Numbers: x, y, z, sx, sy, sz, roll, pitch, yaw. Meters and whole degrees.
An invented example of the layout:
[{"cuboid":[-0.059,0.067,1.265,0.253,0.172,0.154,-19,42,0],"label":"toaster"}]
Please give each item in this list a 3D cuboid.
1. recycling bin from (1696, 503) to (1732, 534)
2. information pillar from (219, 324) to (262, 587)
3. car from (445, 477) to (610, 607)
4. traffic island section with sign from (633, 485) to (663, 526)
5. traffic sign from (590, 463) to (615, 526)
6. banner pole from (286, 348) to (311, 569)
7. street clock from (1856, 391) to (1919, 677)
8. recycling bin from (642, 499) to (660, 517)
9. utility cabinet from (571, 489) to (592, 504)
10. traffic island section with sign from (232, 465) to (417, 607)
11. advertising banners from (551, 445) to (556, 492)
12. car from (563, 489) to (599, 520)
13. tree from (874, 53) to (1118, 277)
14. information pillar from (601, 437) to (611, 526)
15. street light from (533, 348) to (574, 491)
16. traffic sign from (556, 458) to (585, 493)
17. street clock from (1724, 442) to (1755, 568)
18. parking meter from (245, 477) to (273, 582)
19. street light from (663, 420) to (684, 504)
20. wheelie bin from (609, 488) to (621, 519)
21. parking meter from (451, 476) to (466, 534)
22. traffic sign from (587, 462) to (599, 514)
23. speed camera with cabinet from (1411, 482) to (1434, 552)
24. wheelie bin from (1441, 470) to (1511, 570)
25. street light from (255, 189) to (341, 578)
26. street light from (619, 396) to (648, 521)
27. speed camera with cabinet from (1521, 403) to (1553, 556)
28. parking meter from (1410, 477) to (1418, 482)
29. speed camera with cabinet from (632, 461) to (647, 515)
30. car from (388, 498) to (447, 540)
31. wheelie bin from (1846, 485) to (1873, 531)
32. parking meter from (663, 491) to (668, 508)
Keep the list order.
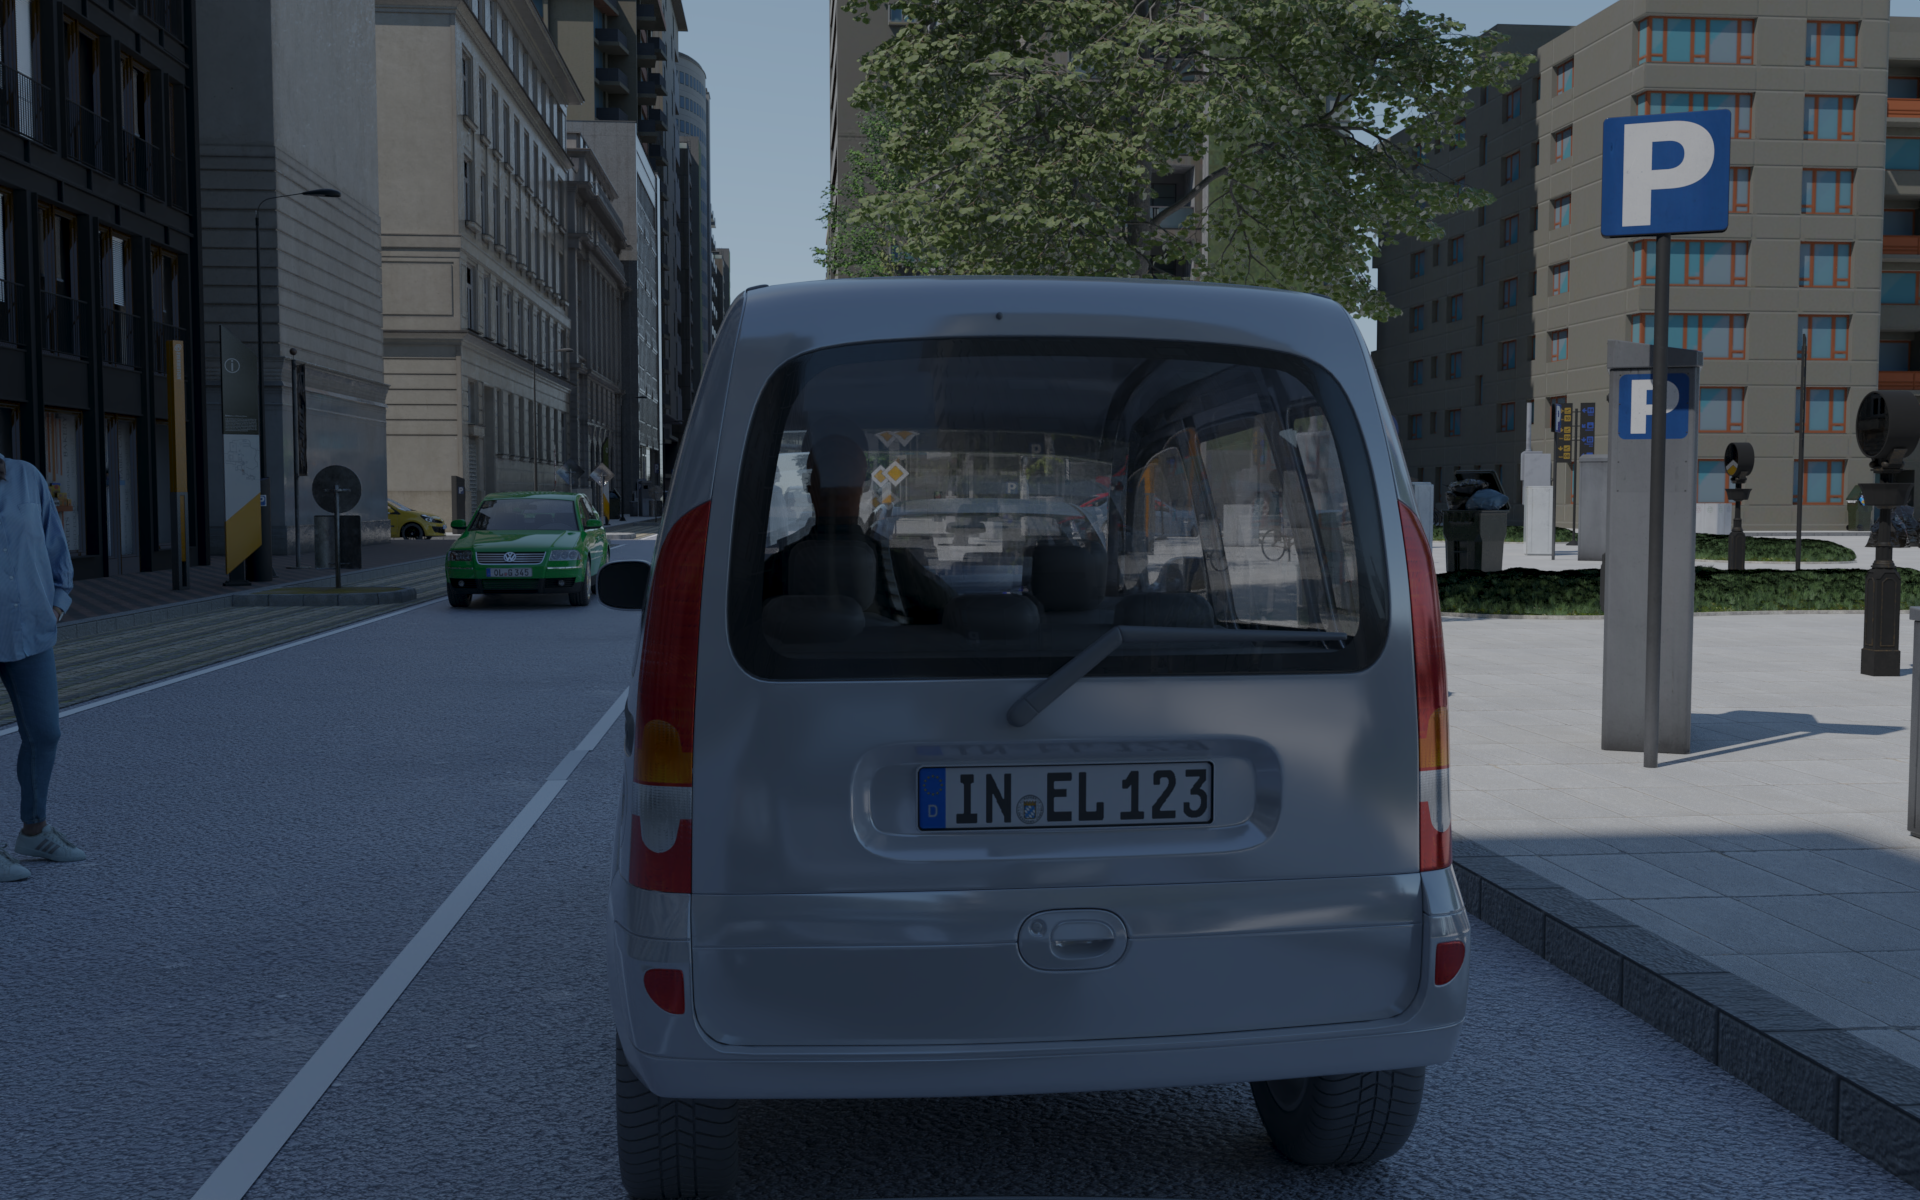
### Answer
[{"cuboid":[20.319,-2.094,46.793,0.722,1.027,0.722,-2,4,-34],"label":"recycling bin"},{"cuboid":[-10.034,-2.005,24.136,0.504,3.616,0.183,-3,4,-37],"label":"information pillar"},{"cuboid":[-5.782,-0.897,23.460,1.959,1.807,4.718,0,4,-7],"label":"car"},{"cuboid":[-13.733,-4.271,78.466,1.989,1.847,2.006,0,4,-6],"label":"traffic island section with sign"},{"cuboid":[-11.484,-3.179,55.618,0.795,2.450,0.064,0,4,-6],"label":"traffic sign"},{"cuboid":[-11.270,-2.419,29.567,0.401,3.779,0.863,-3,4,-37],"label":"banner pole"},{"cuboid":[6.513,-0.467,12.199,0.358,2.002,0.471,0,4,1],"label":"street clock"},{"cuboid":[-17.360,-5.189,97.391,0.722,1.027,0.722,2,4,27],"label":"recycling bin"},{"cuboid":[-15.680,-3.857,71.737,0.318,1.500,1.173,1,4,19],"label":"utility cabinet"},{"cuboid":[-8.325,-0.875,22.927,1.989,1.847,2.006,0,4,-6],"label":"traffic island section with sign"},{"cuboid":[-14.241,-3.947,60.728,0.090,3.025,2.074,-1,4,-9],"label":"advertising banners"},{"cuboid":[-10.041,-2.103,43.185,1.959,1.807,4.718,0,4,-5],"label":"car"},{"cuboid":[0.851,-4.724,27.603,4.737,8.622,4.395,0,3,0],"label":"tree"},{"cuboid":[-14.442,-4.844,70.560,0.183,3.616,0.504,1,4,14],"label":"information pillar"},{"cuboid":[-13.012,-5.063,55.323,1.470,5.913,1.316,0,4,-6],"label":"street light"},{"cuboid":[-10.711,-2.693,47.671,0.795,2.450,0.064,0,4,-6],"label":"traffic sign"},{"cuboid":[10.912,-1.207,24.299,0.358,2.002,0.471,0,4,1],"label":"street clock"},{"cuboid":[-10.312,-1.041,25.431,0.372,1.533,0.369,0,3,0],"label":"parking meter"},{"cuboid":[-18.039,-8.332,108.761,1.470,5.913,1.316,0,4,-6],"label":"street light"},{"cuboid":[-17.568,-4.897,87.981,0.693,1.594,0.980,-1,4,-9],"label":"wheelie bin"},{"cuboid":[-15.960,-3.023,55.134,0.255,1.863,0.399,2,4,30],"label":"parking meter"},{"cuboid":[-14.865,-4.349,71.117,0.884,2.594,0.081,0,4,-3],"label":"traffic sign"},{"cuboid":[5.722,-1.858,24.722,2.038,3.252,0.660,3,5,45],"label":"speed camera with cabinet"},{"cuboid":[6.788,-0.910,22.794,0.693,1.594,0.980,-3,4,-36],"label":"wheelie bin"},{"cuboid":[-10.112,-3.297,26.447,1.470,5.913,1.316,0,4,-6],"label":"street light"},{"cuboid":[-15.477,-6.701,82.100,1.470,5.913,1.316,0,4,-6],"label":"street light"},{"cuboid":[12.340,-2.604,36.915,0.660,3.252,2.038,1,4,15],"label":"speed camera with cabinet"},{"cuboid":[15.042,-3.181,57.725,0.399,1.863,0.255,-1,4,-18],"label":"parking meter"},{"cuboid":[-19.397,-6.751,104.707,0.660,3.252,2.038,-1,4,-19],"label":"speed camera with cabinet"},{"cuboid":[-17.265,-2.509,51.241,3.980,1.641,2.015,0,4,-6],"label":"car"},{"cuboid":[31.045,-3.172,59.768,0.693,1.594,0.980,0,4,-6],"label":"wheelie bin"},{"cuboid":[-22.031,-7.413,129.616,0.372,1.533,0.369,0,3,0],"label":"parking meter"}]
